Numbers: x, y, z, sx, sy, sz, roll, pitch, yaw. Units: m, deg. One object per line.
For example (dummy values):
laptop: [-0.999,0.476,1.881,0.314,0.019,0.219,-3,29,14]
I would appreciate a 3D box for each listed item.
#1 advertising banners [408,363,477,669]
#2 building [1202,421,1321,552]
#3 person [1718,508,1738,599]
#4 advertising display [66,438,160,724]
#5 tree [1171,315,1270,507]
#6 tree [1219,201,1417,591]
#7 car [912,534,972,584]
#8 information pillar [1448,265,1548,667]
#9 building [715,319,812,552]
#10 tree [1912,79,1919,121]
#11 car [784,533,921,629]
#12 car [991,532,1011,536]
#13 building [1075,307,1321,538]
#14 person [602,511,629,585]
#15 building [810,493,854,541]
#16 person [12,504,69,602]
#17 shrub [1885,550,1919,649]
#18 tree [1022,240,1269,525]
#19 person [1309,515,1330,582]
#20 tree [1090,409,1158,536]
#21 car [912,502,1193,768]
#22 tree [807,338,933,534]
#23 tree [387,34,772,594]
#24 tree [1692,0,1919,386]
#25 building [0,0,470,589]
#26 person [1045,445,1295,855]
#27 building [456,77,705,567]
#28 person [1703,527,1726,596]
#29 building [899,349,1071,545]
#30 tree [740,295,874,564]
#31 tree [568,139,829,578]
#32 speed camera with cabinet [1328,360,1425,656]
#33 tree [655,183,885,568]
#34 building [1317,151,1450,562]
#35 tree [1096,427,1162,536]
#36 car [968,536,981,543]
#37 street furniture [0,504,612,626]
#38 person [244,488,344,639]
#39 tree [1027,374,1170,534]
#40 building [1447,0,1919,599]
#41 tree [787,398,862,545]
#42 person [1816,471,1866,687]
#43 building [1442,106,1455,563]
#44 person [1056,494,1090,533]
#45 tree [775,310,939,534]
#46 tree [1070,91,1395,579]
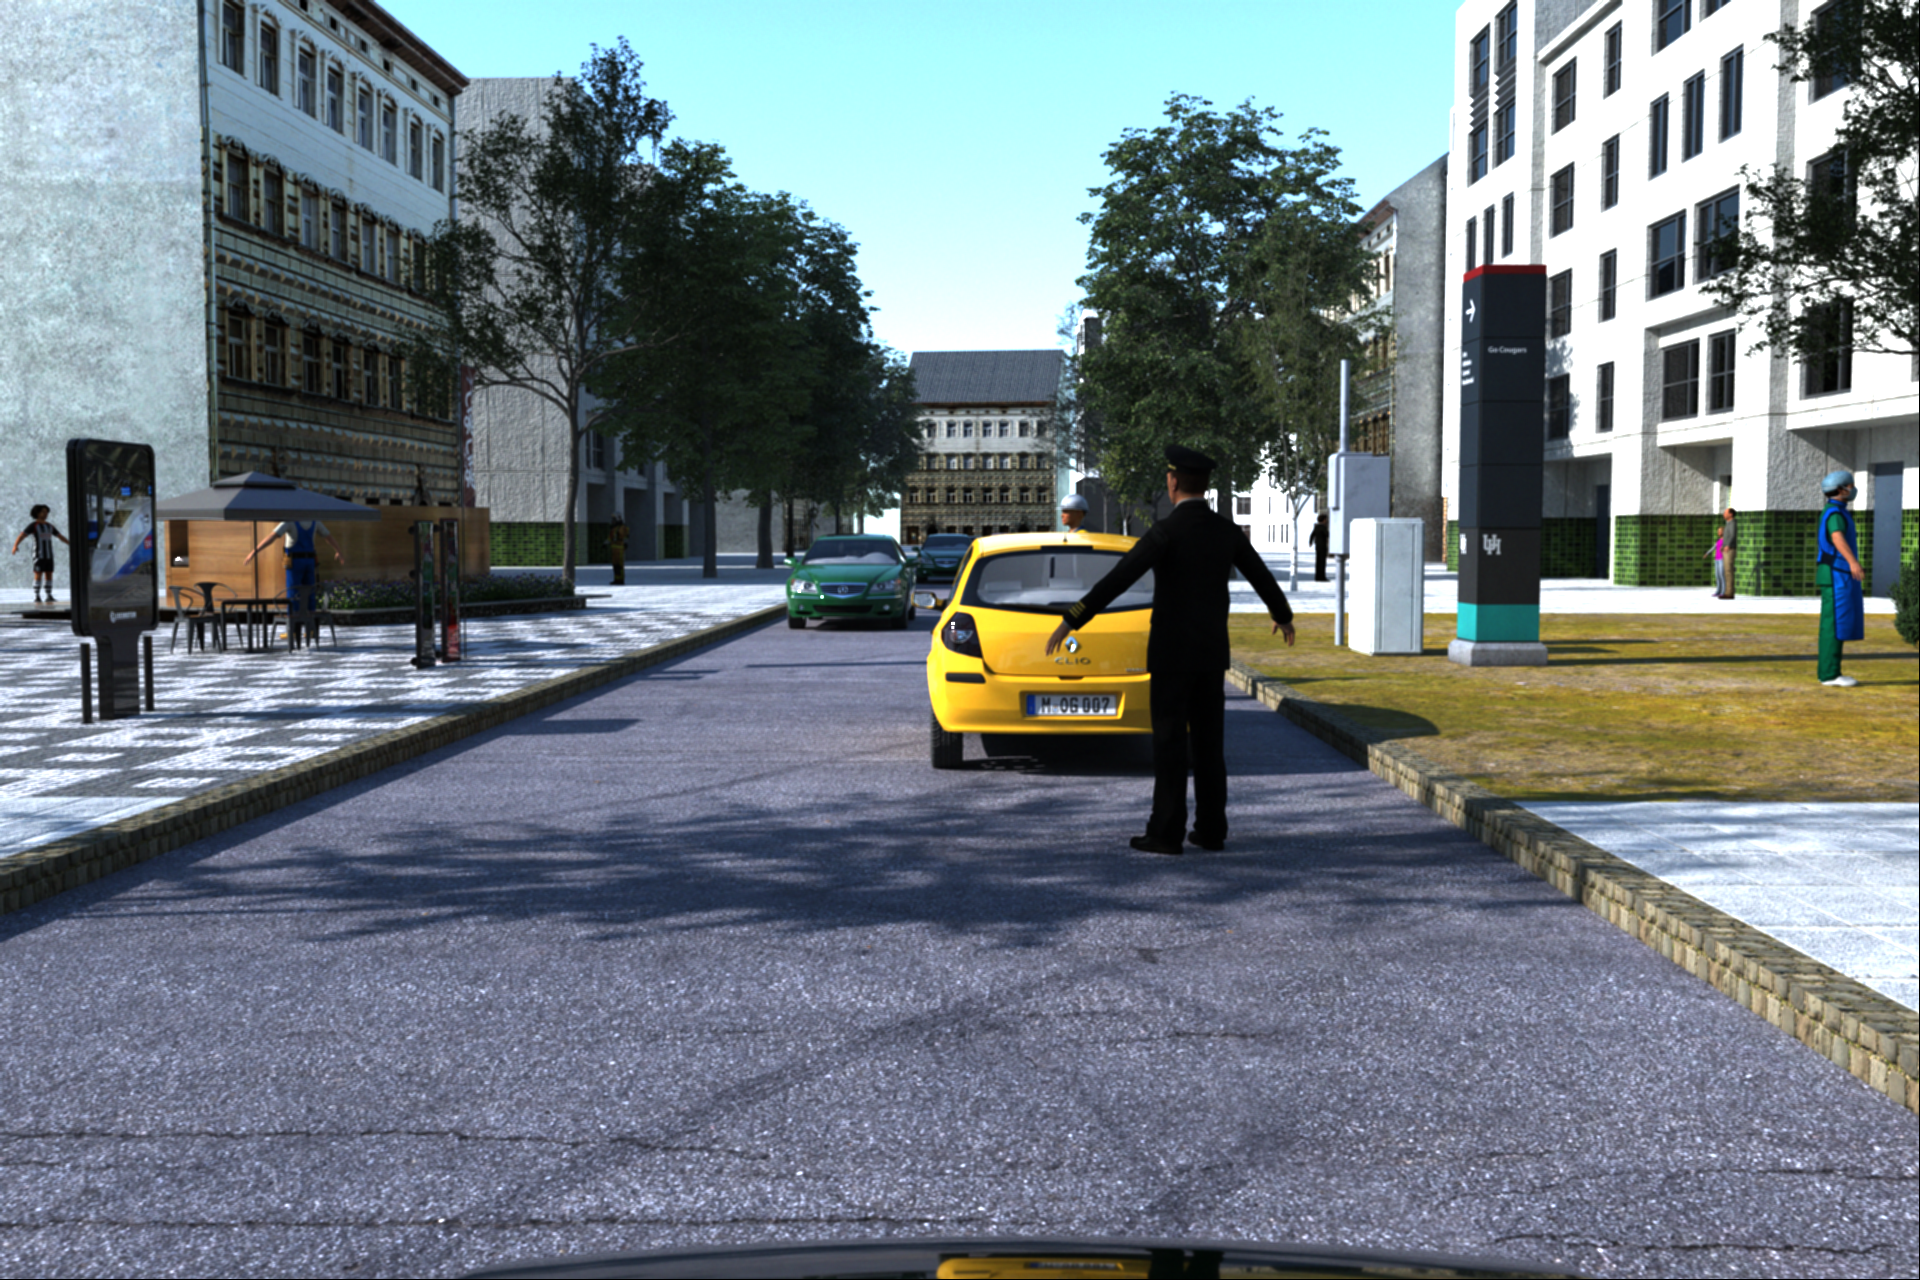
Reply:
advertising banners: [-5.114,-1.290,17.279,0.090,3.025,2.074,0,4,2]
building: [25.165,-12.044,139.059,9.099,9.664,28.070,0,4,1]
person: [15.142,-1.705,34.147,0.705,1.796,1.348,1,4,20]
advertising display: [-5.890,-0.420,12.084,0.123,1.923,0.974,0,4,2]
tree: [8.494,-6.616,58.531,4.737,8.622,4.395,0,3,0]
tree: [7.435,-5.416,38.918,4.360,8.622,3.978,0,3,0]
car: [-0.352,-2.438,51.654,2.131,1.459,4.920,0,4,1]
information pillar: [5.311,-1.691,17.019,0.750,3.857,0.750,0,4,-1]
building: [-21.543,-18.380,131.437,19.493,23.208,18.063,0,4,1]
tree: [7.075,-4.413,6.571,8.767,10.594,7.601,0,4,-4]
car: [-1.672,-0.970,27.659,2.131,1.459,4.920,0,4,1]
car: [2.359,-5.321,96.046,2.155,1.783,4.494,0,4,1]
building: [25.339,-20.099,172.590,27.936,21.610,32.646,0,4,1]
person: [-8.661,-2.322,43.733,0.705,1.858,1.354,-3,4,-36]
building: [-20.888,-21.176,177.153,19.493,23.208,18.063,0,4,1]
person: [-16.900,-1.578,31.949,0.704,1.843,1.345,2,4,25]
shrub: [10.854,-0.497,19.240,1.383,1.207,1.383,0,3,0]
tree: [8.028,-9.795,70.516,12.009,13.543,11.850,0,3,0]
person: [9.760,-2.476,46.663,0.705,1.806,1.347,-1,4,-23]
tree: [8.439,-8.373,87.268,4.737,8.622,4.395,0,3,0]
car: [0.656,-0.109,12.014,2.015,1.641,3.980,0,4,0]
tree: [-6.653,-12.674,113.874,9.857,13.997,8.962,0,3,0]
tree: [-6.992,-5.968,31.989,7.601,10.594,8.767,-1,4,-9]
tree: [13.583,-5.424,23.089,7.601,10.594,8.767,1,4,9]
building: [-26.365,-13.353,49.250,19.493,23.208,18.063,0,4,2]
person: [1.016,0.033,7.851,1.347,1.837,0.705,-2,4,-28]
building: [-22.980,-13.263,83.304,16.747,18.905,31.486,0,4,1]
person: [15.530,-1.602,35.466,0.599,1.433,0.991,0,4,-7]
building: [3.334,-22.779,205.825,18.063,23.208,19.493,1,4,8]
tree: [-7.247,-9.128,74.999,9.928,11.665,9.643,0,3,0]
tree: [-7.668,-8.114,50.785,7.486,12.596,7.792,0,3,0]
speed camera with cabinet: [4.576,-1.513,19.081,0.660,3.252,2.038,0,4,-1]
tree: [-7.245,-9.670,64.752,9.857,13.997,8.962,0,3,0]
building: [28.978,-15.634,86.542,19.493,23.208,18.063,0,4,1]
tree: [9.363,-8.958,96.823,4.737,8.622,4.395,0,3,0]
car: [0.517,-4.255,82.157,1.945,1.354,3.894,0,4,1]
street furniture: [-9.279,-1.296,28.051,9.812,1.723,11.010,1,4,20]
person: [-8.129,-0.945,21.299,0.705,1.847,1.347,3,4,36]
tree: [9.410,-12.257,110.773,12.009,13.543,11.850,0,3,0]
building: [24.936,-10.811,43.216,16.747,18.905,31.486,0,4,1]
tree: [-6.768,-8.031,81.665,4.737,8.622,4.395,0,3,0]
person: [7.480,-0.525,14.715,0.704,1.817,1.347,1,4,21]
building: [26.309,-13.337,74.472,16.016,20.090,11.380,0,4,1]
person: [0.877,-0.353,14.698,0.721,1.772,1.216,-1,4,-21]
tree: [-6.810,-11.313,95.345,12.009,13.543,11.850,0,3,0]
tree: [7.530,-8.722,49.257,9.857,13.997,8.962,0,3,0]
